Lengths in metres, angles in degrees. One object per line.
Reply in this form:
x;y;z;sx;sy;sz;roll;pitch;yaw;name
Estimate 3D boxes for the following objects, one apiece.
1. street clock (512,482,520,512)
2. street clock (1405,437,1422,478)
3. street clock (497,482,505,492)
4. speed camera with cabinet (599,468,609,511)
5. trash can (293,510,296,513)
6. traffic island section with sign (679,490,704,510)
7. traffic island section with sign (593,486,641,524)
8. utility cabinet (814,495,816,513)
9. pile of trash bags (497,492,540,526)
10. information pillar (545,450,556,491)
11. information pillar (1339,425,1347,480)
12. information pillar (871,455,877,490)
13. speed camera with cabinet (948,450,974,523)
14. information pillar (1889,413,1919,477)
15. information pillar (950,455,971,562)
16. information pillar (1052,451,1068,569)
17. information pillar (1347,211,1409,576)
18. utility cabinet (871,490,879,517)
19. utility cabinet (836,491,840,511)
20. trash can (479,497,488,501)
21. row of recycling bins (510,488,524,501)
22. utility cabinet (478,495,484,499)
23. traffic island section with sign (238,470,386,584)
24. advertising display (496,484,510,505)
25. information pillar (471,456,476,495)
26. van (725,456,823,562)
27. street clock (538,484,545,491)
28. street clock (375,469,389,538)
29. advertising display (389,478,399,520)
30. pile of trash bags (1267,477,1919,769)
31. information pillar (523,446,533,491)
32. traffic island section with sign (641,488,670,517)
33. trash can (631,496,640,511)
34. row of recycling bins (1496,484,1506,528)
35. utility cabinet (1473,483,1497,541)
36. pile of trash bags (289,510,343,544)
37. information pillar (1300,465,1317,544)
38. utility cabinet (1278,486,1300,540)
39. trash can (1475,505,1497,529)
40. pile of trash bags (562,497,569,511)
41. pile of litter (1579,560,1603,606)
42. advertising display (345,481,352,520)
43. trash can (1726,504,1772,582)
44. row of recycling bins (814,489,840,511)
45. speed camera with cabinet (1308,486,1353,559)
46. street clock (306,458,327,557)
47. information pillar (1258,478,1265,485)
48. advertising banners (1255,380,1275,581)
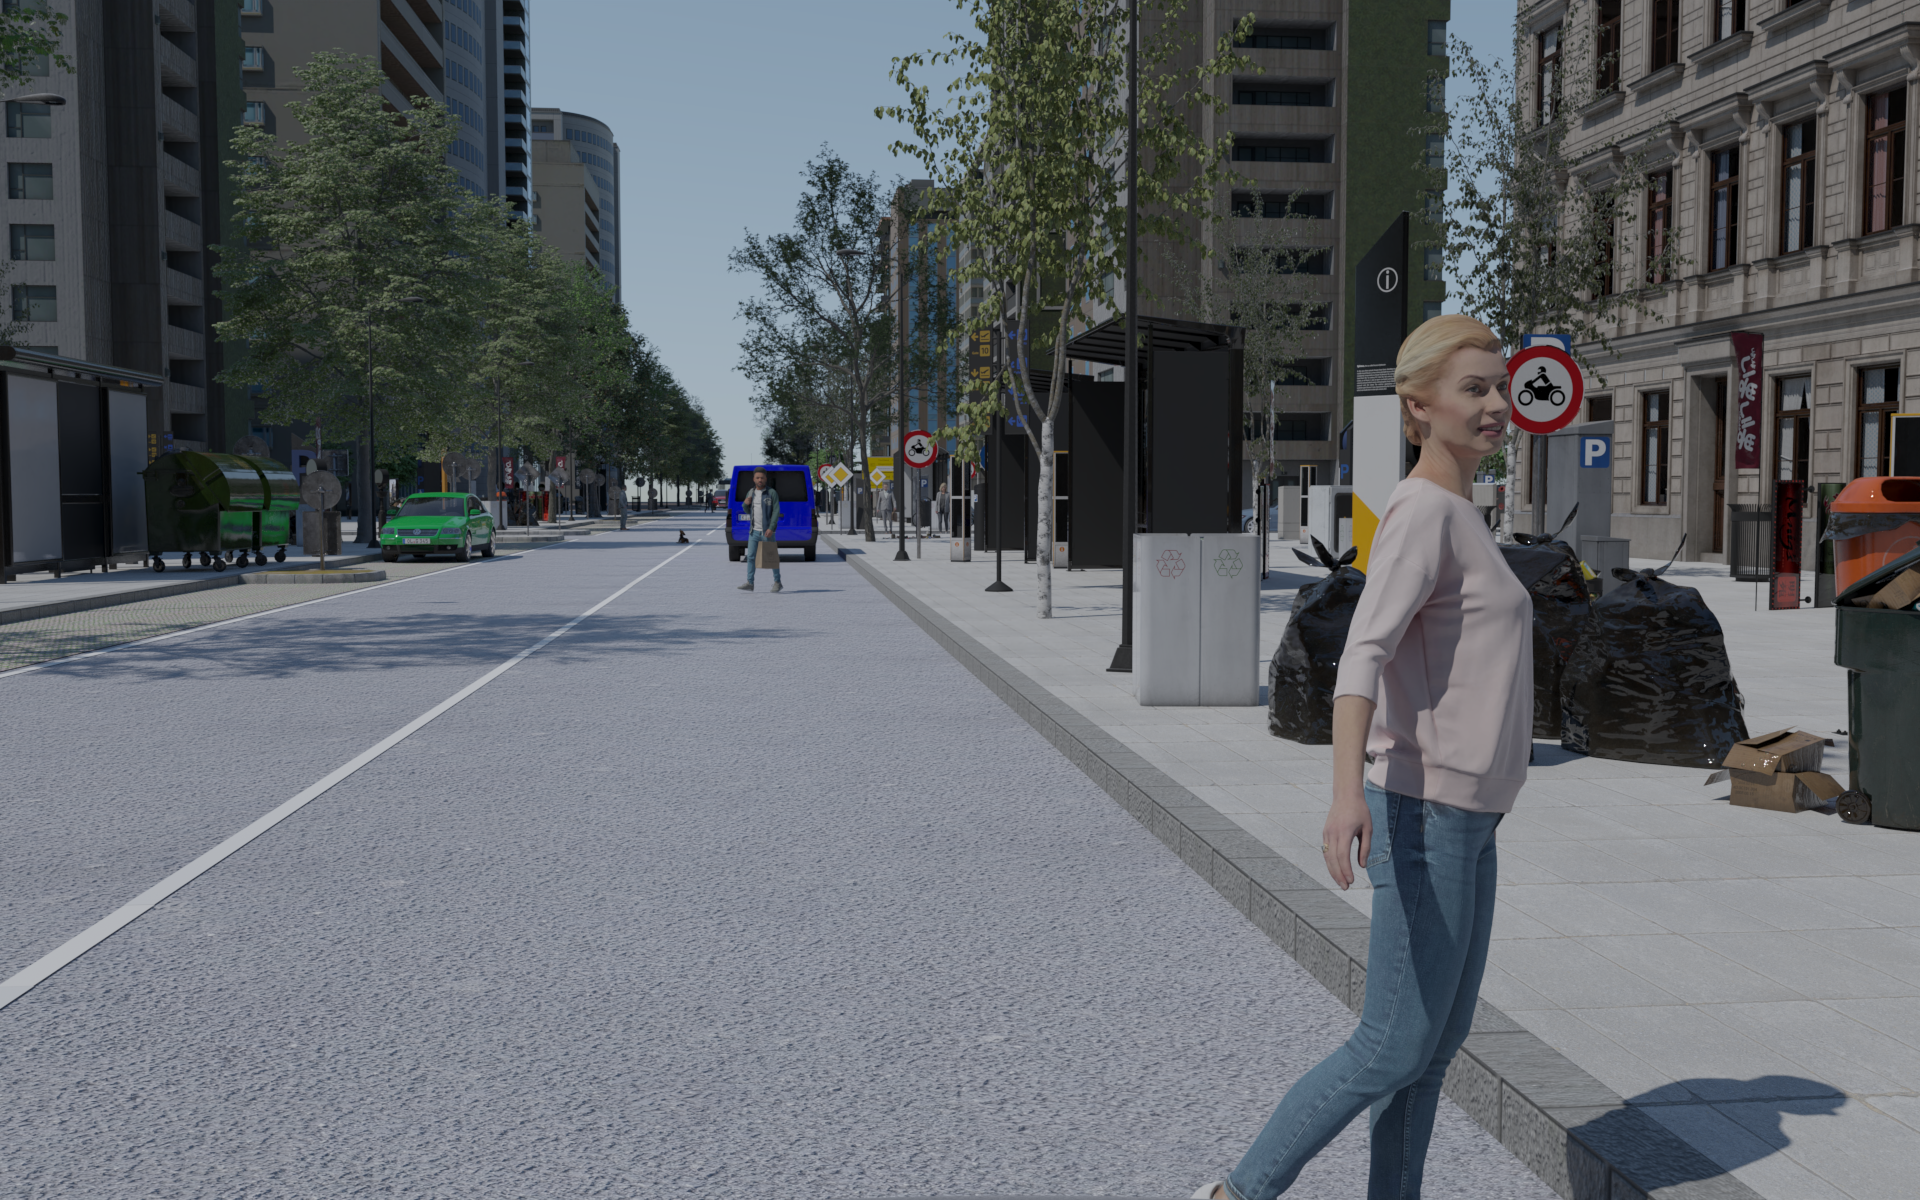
-25.907;-5.900;101.040;0.358;2.002;0.471;2;4;26;street clock
4.506;-0.769;17.142;0.471;2.002;0.358;-3;5;-41;street clock
-27.069;-5.971;102.189;0.358;2.002;0.471;2;4;33;street clock
-26.754;-8.413;131.890;2.038;3.252;0.660;2;4;26;speed camera with cabinet
-19.163;-2.297;49.208;0.748;1.137;0.748;0;3;0;trash can
-24.990;-9.266;160.123;1.989;1.847;2.006;0;4;-6;traffic island section with sign
-16.570;-4.574;83.407;1.989;1.847;2.006;0;4;-6;traffic island section with sign
-9.788;-6.222;112.895;0.306;1.237;1.020;2;4;29;utility cabinet
-18.307;-3.696;70.177;1.912;1.369;3.447;-2;4;-27;pile of trash bags
-19.567;-5.586;82.684;0.504;3.616;0.183;-1;4;-16;information pillar
12.228;-3.885;54.872;0.504;3.616;0.183;-2;4;-27;information pillar
-5.192;-6.879;103.827;0.504;3.616;0.183;1;4;16;information pillar
0.494;-5.074;77.295;2.038;3.252;0.660;2;4;33;speed camera with cabinet
8.691;-0.698;15.907;0.304;2.012;0.304;2;4;28;information pillar
0.015;-1.722;32.646;0.304;2.012;0.304;2;4;29;information pillar
1.742;-1.546;29.767;0.304;2.012;0.304;0;4;-2;information pillar
3.549;-1.422;14.602;0.183;3.616;0.504;-3;5;-41;information pillar
-5.057;-5.285;95.081;1.173;1.500;0.318;0;4;3;utility cabinet
-9.315;-7.431;130.173;0.318;1.500;1.173;-3;5;-41;utility cabinet
-21.388;-4.105;78.771;0.748;1.137;0.748;0;3;0;trash can
-29.613;-6.642;115.705;3.534;1.692;1.069;3;5;42;row of recycling bins
-32.591;-6.527;117.874;0.306;1.237;1.020;-1;4;-9;utility cabinet
-10.545;-1.209;28.390;1.989;1.847;2.006;0;4;-6;traffic island section with sign
-28.741;-6.335;108.792;0.974;1.923;0.123;0;4;4;advertising display
-29.837;-7.015;106.045;0.183;3.616;0.504;2;4;34;information pillar
-4.154;-2.088;38.517;2.240;2.365;5.245;0;4;-5;van
-29.149;-7.104;120.716;0.471;2.002;0.358;-2;4;-33;street clock
-16.767;-2.794;50.246;0.471;2.002;0.358;3;5;39;street clock
-23.369;-4.056;71.531;0.123;1.923;0.974;-2;4;-34;advertising display
3.394;0.053;8.894;3.447;1.369;1.912;0;4;-4;pile of trash bags
-20.828;-5.636;83.509;0.504;3.616;0.183;1;4;14;information pillar
-19.542;-6.227;110.446;1.989;1.847;2.006;0;4;-6;traffic island section with sign
-24.367;-7.252;130.228;0.748;1.137;0.748;0;3;0;trash can
20.631;-3.631;66.473;1.069;1.692;3.534;-3;5;-39;row of recycling bins
10.156;-1.602;34.869;1.173;1.500;0.318;2;4;31;utility cabinet
-17.806;-2.164;45.129;3.447;1.369;1.912;0;4;-3;pile of trash bags
8.908;-2.434;44.290;0.304;2.012;0.304;-3;4;-38;information pillar
9.437;-2.418;48.213;1.173;1.500;0.318;-1;4;-19;utility cabinet
6.256;-0.600;21.465;0.748;1.137;0.748;0;3;0;trash can
-30.321;-7.352;129.951;1.912;1.369;3.447;-1;4;-11;pile of trash bags
4.360;0.089;12.507;1.719;0.858;1.176;2;4;33;pile of litter
-30.646;-4.991;86.815;0.123;1.923;0.974;-2;4;-30;advertising display
11.618;-0.839;25.367;0.748;1.137;0.748;0;3;0;trash can
-10.775;-7.647;132.135;3.534;1.692;1.069;-1;4;-10;row of recycling bins
7.882;-2.469;34.697;2.038;3.252;0.660;-3;4;-37;speed camera with cabinet
-13.091;-1.878;35.273;0.471;2.002;0.358;3;5;41;street clock
13.463;-4.468;77.540;0.304;2.012;0.304;-1;4;-14;information pillar
4.614;-1.829;26.091;0.090;3.025;2.074;1;4;16;advertising banners
